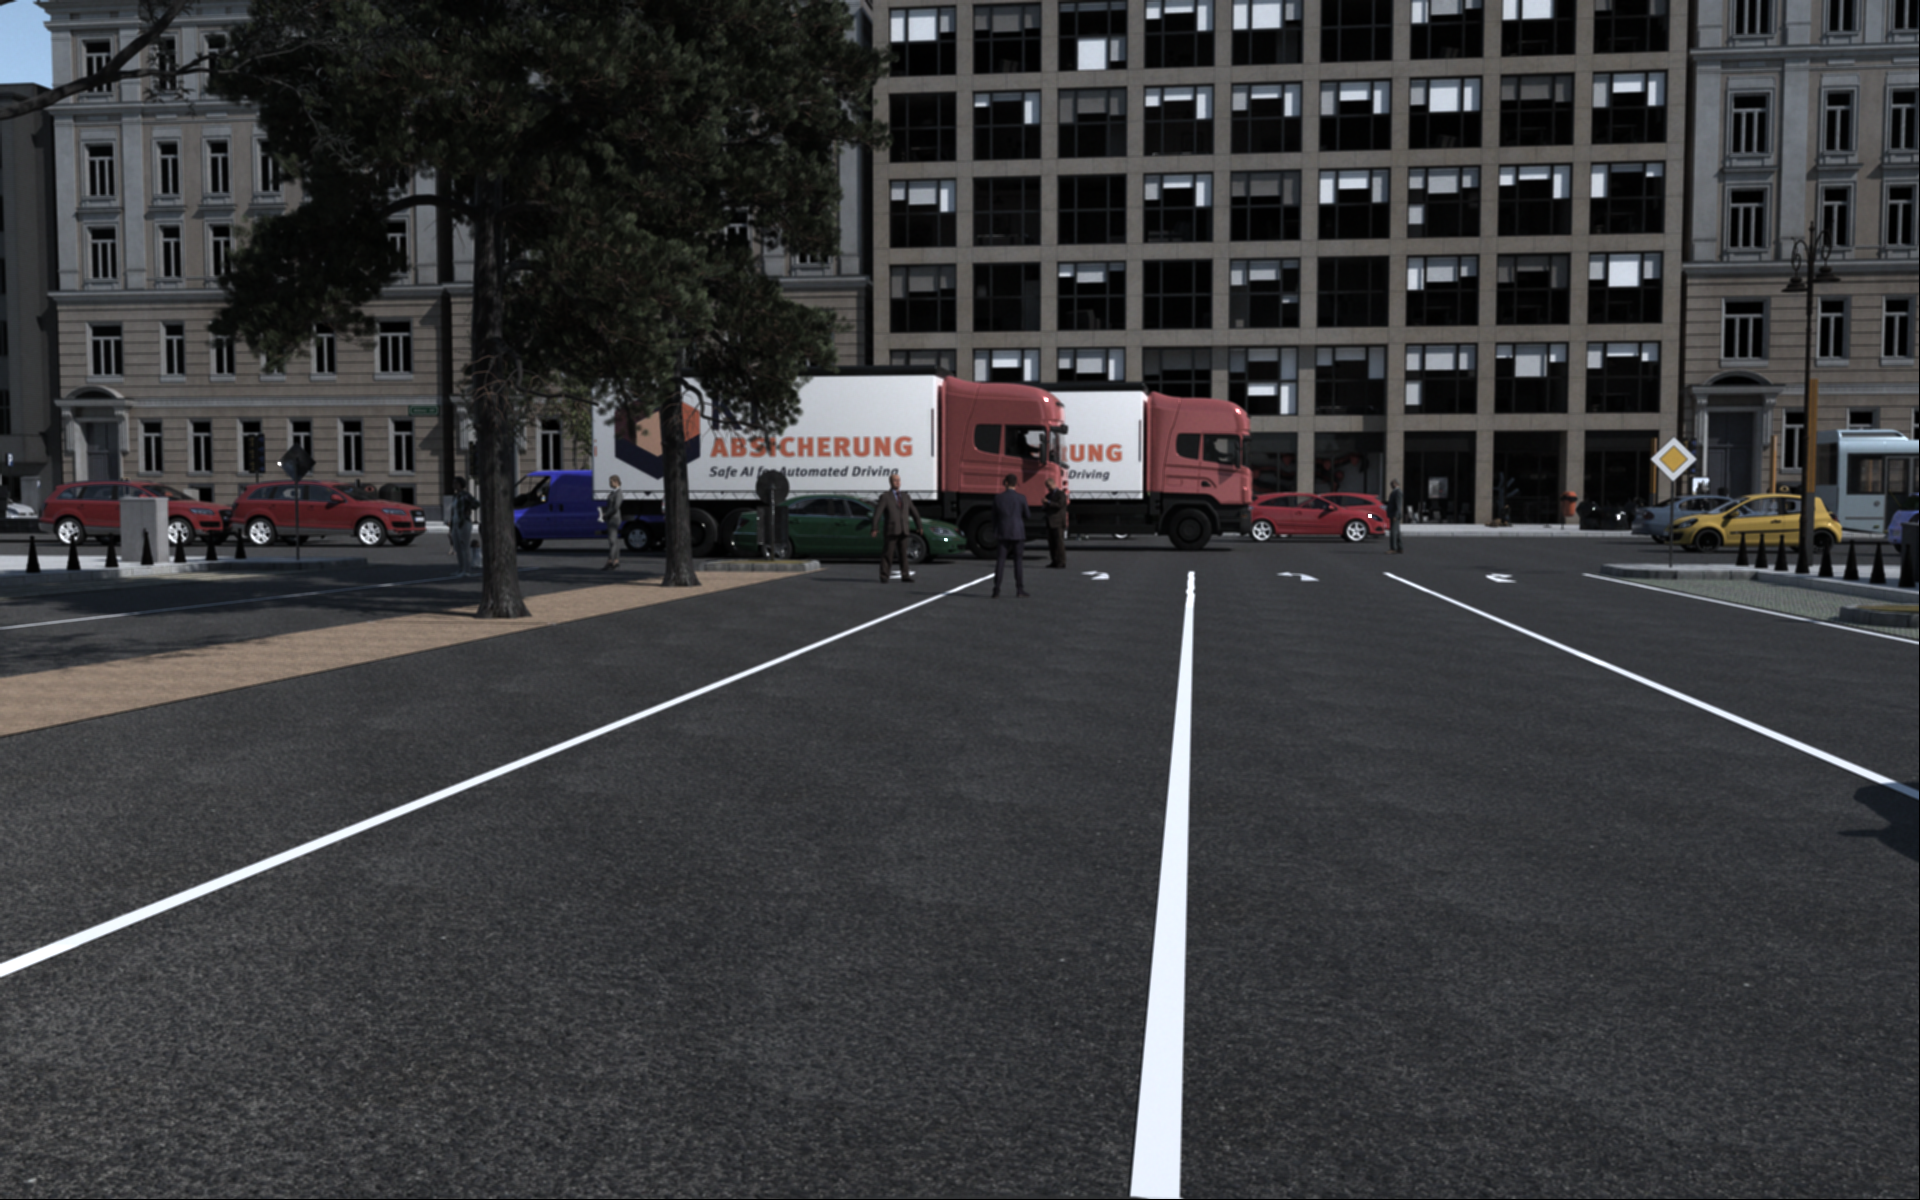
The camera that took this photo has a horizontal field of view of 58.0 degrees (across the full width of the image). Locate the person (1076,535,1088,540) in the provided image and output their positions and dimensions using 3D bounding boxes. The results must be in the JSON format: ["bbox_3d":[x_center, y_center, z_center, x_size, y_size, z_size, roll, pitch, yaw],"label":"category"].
[{"bbox_3d":[3.766,-2.725,53.646,0.593,1.750,0.643,0,4,-2],"label":"person"}]

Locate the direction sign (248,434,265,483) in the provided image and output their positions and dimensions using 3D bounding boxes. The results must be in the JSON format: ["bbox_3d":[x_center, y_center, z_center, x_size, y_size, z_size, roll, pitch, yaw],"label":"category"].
[{"bbox_3d":[-26.552,-4.492,65.447,0.876,3.537,0.379,2,4,29],"label":"direction sign"}]

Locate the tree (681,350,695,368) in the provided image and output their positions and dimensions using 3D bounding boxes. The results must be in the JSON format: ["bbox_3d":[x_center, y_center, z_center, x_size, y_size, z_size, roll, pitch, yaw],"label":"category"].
[{"bbox_3d":[-11.568,-7.265,69.147,4.360,8.622,3.978,0,3,0],"label":"tree"}]

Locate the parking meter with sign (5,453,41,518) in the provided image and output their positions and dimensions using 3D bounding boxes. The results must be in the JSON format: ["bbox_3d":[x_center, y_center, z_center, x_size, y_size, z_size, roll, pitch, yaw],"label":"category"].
[{"bbox_3d":[-39.882,-4.774,74.324,1.738,3.016,0.543,0,4,-7],"label":"parking meter with sign"}]

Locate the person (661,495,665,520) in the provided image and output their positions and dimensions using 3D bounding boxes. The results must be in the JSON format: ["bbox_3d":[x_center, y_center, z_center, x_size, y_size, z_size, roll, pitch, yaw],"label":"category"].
[{"bbox_3d":[-5.848,-1.605,35.572,0.563,1.720,0.643,0,4,-8],"label":"person"}]

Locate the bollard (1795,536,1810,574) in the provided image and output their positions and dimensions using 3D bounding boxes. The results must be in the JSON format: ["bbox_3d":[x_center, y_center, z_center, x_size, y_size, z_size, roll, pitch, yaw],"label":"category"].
[{"bbox_3d":[13.592,-0.727,27.930,0.229,0.601,0.229,0,3,0],"label":"bollard"}]

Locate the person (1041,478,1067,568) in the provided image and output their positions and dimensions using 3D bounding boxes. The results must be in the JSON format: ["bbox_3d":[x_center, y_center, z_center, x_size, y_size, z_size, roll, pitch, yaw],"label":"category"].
[{"bbox_3d":[1.804,-1.491,33.572,0.565,1.739,0.600,2,4,27],"label":"person"}]

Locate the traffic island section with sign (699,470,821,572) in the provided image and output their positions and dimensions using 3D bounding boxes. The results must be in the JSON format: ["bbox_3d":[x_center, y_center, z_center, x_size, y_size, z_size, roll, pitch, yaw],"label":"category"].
[{"bbox_3d":[-3.686,-1.500,32.654,2.006,1.907,1.989,0,4,8],"label":"traffic island section with sign"}]

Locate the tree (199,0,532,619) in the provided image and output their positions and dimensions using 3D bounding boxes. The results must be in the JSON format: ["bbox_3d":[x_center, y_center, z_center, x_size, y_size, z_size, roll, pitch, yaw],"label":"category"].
[{"bbox_3d":[-5.392,-5.821,19.692,6.751,12.117,7.091,0,3,0],"label":"tree"}]

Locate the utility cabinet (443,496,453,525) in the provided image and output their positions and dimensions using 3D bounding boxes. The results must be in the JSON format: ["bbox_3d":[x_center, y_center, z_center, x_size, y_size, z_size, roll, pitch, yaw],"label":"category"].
[{"bbox_3d":[-20.912,-3.708,71.787,1.020,1.237,0.306,1,4,22],"label":"utility cabinet"}]

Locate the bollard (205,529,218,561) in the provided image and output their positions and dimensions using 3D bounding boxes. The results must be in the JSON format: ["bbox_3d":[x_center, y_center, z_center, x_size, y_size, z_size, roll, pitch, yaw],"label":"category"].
[{"bbox_3d":[-14.415,-1.058,33.337,0.229,0.601,0.229,0,3,0],"label":"bollard"}]

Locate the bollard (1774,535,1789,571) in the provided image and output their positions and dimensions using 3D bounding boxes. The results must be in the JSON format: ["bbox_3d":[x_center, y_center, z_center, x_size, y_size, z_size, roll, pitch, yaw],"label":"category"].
[{"bbox_3d":[13.733,-0.789,28.947,0.229,0.601,0.229,0,3,0],"label":"bollard"}]

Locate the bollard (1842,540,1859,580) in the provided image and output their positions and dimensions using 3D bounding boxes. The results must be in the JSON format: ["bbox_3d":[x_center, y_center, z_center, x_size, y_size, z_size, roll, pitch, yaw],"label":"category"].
[{"bbox_3d":[13.315,-0.601,25.862,0.229,0.601,0.229,0,3,0],"label":"bollard"}]

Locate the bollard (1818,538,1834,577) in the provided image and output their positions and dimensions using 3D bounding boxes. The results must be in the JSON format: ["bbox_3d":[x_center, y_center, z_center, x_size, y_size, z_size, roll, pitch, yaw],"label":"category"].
[{"bbox_3d":[13.454,-0.664,26.896,0.229,0.601,0.229,0,3,0],"label":"bollard"}]

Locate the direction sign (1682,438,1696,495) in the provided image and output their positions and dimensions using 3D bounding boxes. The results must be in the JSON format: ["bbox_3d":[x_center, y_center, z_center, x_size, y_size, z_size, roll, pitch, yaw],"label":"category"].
[{"bbox_3d":[29.309,-4.752,69.685,0.876,3.537,0.379,-2,4,-33],"label":"direction sign"}]

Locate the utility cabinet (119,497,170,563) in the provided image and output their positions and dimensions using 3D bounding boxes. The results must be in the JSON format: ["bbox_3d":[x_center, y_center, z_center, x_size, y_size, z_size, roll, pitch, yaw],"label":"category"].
[{"bbox_3d":[-15.355,-1.311,32.597,1.020,1.237,0.306,2,4,27],"label":"utility cabinet"}]

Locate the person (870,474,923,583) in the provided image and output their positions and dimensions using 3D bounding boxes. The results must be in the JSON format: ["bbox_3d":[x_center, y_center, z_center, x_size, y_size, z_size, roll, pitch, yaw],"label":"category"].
[{"bbox_3d":[-1.004,-1.163,28.075,0.990,1.755,0.434,-2,4,-28],"label":"person"}]

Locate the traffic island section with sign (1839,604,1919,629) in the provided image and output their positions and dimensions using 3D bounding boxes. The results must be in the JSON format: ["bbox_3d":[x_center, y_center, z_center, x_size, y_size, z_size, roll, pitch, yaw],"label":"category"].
[{"bbox_3d":[10.899,-0.637,19.038,1.989,1.847,2.006,0,4,8],"label":"traffic island section with sign"}]

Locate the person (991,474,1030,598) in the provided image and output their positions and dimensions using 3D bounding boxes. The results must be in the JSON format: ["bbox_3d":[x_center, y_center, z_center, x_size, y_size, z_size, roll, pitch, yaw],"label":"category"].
[{"bbox_3d":[0.705,-0.891,23.990,0.541,1.710,0.530,1,4,21],"label":"person"}]

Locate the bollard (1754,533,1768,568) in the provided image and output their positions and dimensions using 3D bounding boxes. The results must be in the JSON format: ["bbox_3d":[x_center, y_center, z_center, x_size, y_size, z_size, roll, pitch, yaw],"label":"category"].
[{"bbox_3d":[13.873,-0.852,29.970,0.229,0.601,0.229,0,3,0],"label":"bollard"}]

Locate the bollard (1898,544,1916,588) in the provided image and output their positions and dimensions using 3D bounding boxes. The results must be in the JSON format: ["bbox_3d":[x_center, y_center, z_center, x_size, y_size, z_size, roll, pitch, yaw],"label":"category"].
[{"bbox_3d":[13.036,-0.476,23.825,0.229,0.601,0.229,0,3,0],"label":"bollard"}]

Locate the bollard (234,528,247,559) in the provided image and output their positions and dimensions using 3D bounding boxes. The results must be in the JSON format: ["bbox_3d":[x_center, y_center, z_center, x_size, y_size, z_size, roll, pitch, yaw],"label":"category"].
[{"bbox_3d":[-14.279,-1.120,34.355,0.229,0.601,0.229,0,3,0],"label":"bollard"}]

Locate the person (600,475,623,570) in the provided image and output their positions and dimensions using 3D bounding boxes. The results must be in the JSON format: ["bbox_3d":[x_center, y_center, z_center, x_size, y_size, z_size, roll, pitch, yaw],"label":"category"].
[{"bbox_3d":[-6.648,-1.471,32.822,0.573,1.790,0.520,-3,4,-38],"label":"person"}]

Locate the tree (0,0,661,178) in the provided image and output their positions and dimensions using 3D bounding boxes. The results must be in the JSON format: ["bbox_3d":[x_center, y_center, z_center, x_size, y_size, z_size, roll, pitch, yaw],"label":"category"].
[{"bbox_3d":[-6.838,-5.954,10.178,12.009,13.543,11.850,0,3,0],"label":"tree"}]

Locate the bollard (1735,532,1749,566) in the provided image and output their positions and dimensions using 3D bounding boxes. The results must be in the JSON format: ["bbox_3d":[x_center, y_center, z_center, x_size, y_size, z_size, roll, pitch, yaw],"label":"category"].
[{"bbox_3d":[14.012,-0.915,31.004,0.229,0.601,0.229,0,3,0],"label":"bollard"}]

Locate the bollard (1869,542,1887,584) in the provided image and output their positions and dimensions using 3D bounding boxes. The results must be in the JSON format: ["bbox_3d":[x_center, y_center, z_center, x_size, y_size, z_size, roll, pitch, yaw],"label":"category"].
[{"bbox_3d":[13.174,-0.538,24.843,0.229,0.601,0.229,0,3,0],"label":"bollard"}]

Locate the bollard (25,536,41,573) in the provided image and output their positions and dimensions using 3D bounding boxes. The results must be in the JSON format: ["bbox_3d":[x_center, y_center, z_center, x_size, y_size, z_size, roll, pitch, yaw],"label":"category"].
[{"bbox_3d":[-15.113,-0.745,28.227,0.229,0.601,0.229,0,3,0],"label":"bollard"}]

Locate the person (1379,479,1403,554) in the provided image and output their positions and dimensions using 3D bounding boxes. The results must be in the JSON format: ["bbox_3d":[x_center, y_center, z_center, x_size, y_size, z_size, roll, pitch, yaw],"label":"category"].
[{"bbox_3d":[10.412,-2.023,41.756,0.590,1.801,0.661,0,4,5],"label":"person"}]

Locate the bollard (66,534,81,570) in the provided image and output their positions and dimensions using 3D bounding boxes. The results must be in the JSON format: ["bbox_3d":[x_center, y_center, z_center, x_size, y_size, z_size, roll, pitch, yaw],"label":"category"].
[{"bbox_3d":[-14.976,-0.808,29.245,0.229,0.601,0.229,0,3,0],"label":"bollard"}]

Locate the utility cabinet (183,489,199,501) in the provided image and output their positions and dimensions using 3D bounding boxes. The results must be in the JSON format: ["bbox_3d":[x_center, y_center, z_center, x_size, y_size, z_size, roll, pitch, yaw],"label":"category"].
[{"bbox_3d":[-34.215,-4.187,77.144,0.318,1.500,1.173,0,4,-5],"label":"utility cabinet"}]

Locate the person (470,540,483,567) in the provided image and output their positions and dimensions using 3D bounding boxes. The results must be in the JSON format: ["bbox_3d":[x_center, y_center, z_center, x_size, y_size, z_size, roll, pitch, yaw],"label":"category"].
[{"bbox_3d":[-9.474,-0.911,33.867,0.381,0.543,0.357,-2,4,-29],"label":"person"}]

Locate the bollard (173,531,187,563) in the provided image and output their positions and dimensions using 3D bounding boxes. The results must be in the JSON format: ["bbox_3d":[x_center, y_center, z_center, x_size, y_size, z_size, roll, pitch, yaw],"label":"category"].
[{"bbox_3d":[-14.557,-0.995,32.311,0.229,0.601,0.229,0,3,0],"label":"bollard"}]

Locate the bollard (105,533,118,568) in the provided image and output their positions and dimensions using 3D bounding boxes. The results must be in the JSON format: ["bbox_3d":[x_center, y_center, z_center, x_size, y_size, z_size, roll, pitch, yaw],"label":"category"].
[{"bbox_3d":[-14.835,-0.870,30.272,0.229,0.601,0.229,0,3,0],"label":"bollard"}]

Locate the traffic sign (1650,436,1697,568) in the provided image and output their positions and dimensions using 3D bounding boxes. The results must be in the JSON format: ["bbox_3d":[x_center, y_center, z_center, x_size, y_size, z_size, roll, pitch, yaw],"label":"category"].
[{"bbox_3d":[12.394,-1.621,30.152,0.795,2.450,0.064,0,4,8],"label":"traffic sign"}]

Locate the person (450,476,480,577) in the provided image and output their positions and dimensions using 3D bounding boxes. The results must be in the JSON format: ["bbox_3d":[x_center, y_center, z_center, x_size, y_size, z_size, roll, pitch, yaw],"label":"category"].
[{"bbox_3d":[-8.622,-1.273,30.034,0.376,1.734,0.841,-3,4,-35],"label":"person"}]

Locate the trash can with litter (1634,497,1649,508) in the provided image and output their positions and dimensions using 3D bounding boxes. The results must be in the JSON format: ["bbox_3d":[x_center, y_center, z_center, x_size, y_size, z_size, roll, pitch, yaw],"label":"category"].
[{"bbox_3d":[25.348,-3.217,63.989,1.055,1.170,0.624,-1,4,-12],"label":"trash can with litter"}]

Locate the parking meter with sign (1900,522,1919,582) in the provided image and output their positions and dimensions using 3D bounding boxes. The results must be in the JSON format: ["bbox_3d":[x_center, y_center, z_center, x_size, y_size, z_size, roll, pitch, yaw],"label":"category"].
[{"bbox_3d":[14.744,-1.782,25.405,1.738,3.016,0.543,-1,4,-9],"label":"parking meter with sign"}]

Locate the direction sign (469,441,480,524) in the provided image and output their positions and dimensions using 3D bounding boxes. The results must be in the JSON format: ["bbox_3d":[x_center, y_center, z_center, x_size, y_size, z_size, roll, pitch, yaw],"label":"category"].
[{"bbox_3d":[-20.727,-5.017,74.032,0.876,3.537,0.379,3,5,44],"label":"direction sign"}]

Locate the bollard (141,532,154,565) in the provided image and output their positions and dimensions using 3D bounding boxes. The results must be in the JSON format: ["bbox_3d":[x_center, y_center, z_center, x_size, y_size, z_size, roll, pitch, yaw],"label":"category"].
[{"bbox_3d":[-14.695,-0.933,31.294,0.229,0.601,0.229,0,3,0],"label":"bollard"}]

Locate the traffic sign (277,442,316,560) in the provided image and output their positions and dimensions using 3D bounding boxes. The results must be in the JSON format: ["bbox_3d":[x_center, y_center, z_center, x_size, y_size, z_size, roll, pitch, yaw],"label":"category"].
[{"bbox_3d":[-12.865,-1.832,33.603,0.795,2.450,0.064,0,4,8],"label":"traffic sign"}]

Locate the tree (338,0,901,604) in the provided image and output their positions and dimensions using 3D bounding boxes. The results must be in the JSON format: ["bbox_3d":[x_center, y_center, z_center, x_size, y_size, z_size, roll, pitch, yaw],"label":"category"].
[{"bbox_3d":[-4.426,-6.235,26.463,6.751,12.117,7.091,0,3,0],"label":"tree"}]
